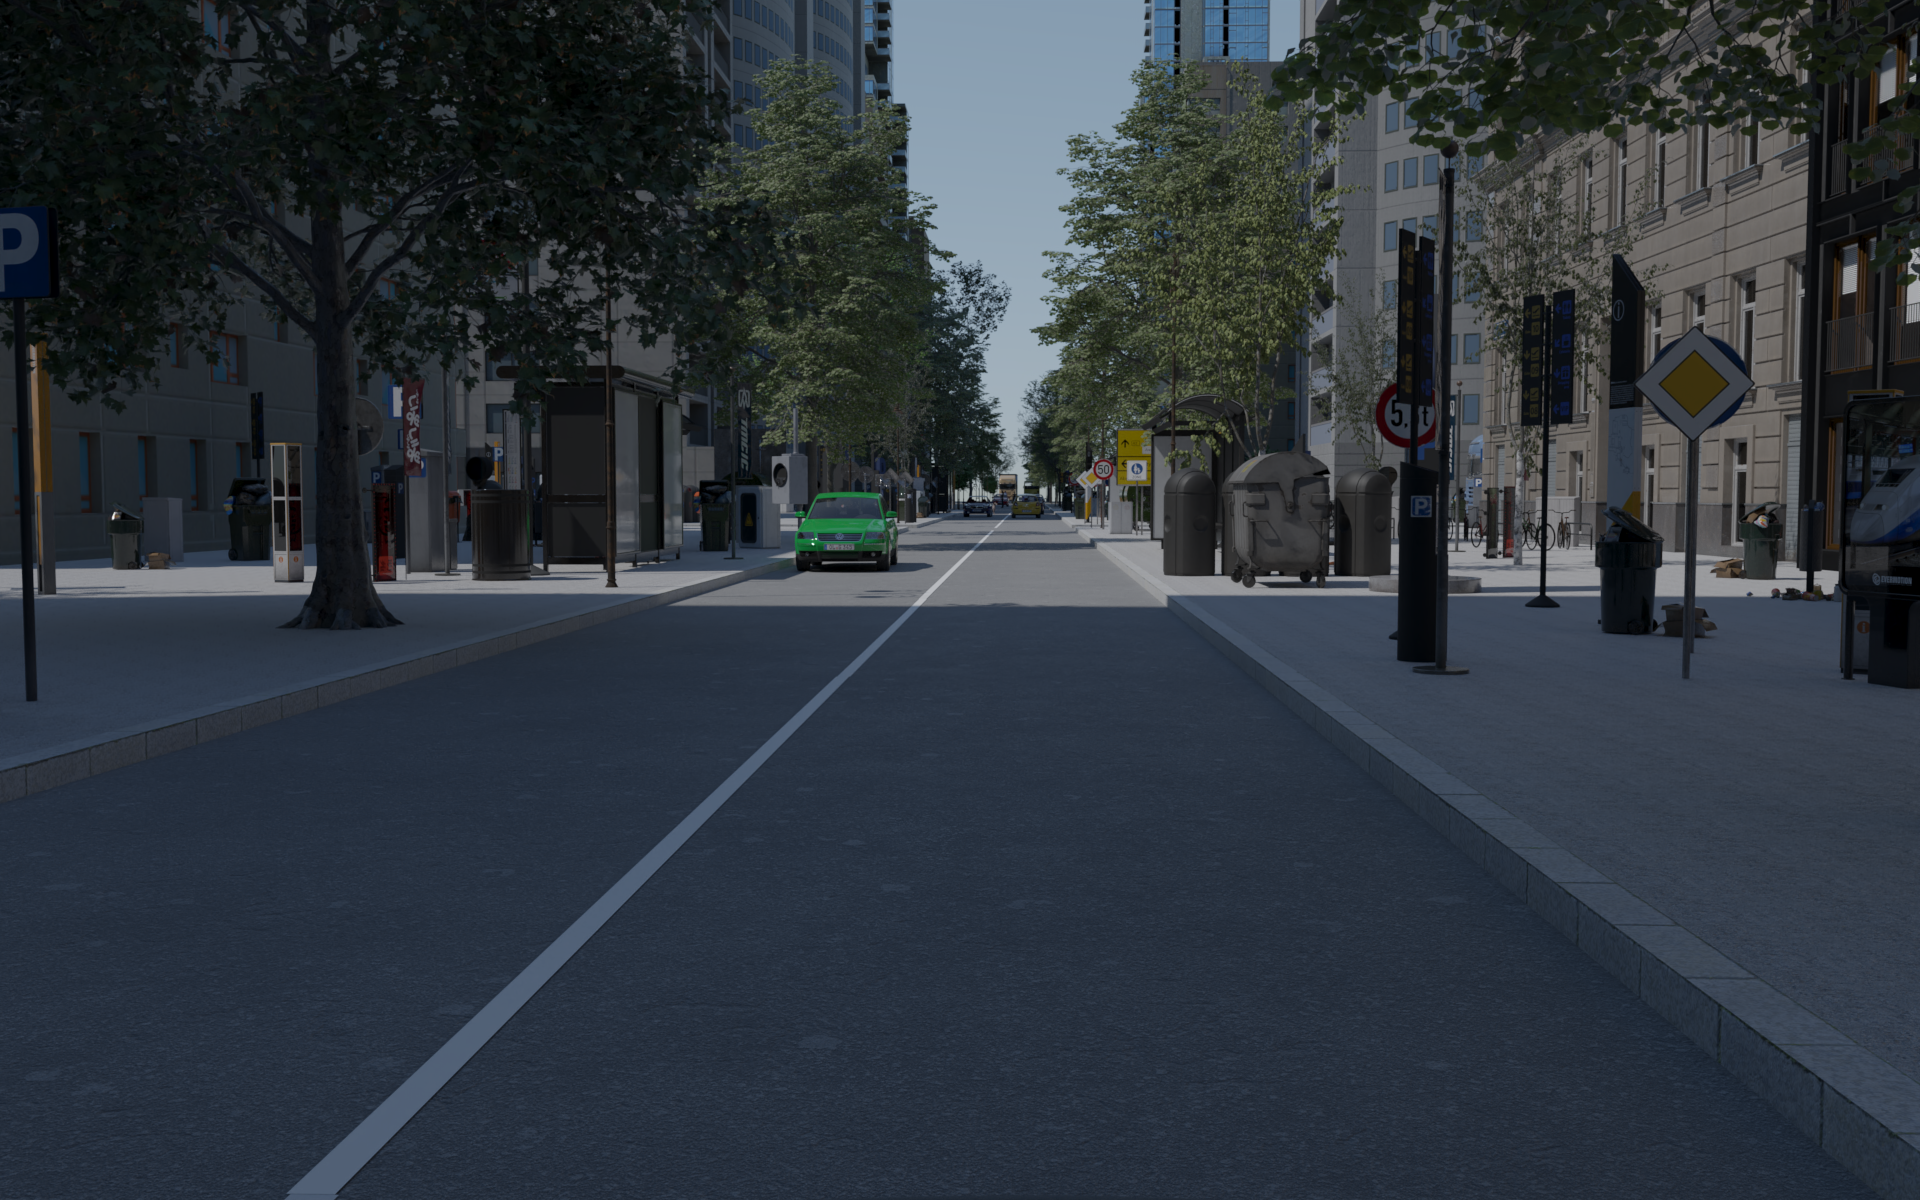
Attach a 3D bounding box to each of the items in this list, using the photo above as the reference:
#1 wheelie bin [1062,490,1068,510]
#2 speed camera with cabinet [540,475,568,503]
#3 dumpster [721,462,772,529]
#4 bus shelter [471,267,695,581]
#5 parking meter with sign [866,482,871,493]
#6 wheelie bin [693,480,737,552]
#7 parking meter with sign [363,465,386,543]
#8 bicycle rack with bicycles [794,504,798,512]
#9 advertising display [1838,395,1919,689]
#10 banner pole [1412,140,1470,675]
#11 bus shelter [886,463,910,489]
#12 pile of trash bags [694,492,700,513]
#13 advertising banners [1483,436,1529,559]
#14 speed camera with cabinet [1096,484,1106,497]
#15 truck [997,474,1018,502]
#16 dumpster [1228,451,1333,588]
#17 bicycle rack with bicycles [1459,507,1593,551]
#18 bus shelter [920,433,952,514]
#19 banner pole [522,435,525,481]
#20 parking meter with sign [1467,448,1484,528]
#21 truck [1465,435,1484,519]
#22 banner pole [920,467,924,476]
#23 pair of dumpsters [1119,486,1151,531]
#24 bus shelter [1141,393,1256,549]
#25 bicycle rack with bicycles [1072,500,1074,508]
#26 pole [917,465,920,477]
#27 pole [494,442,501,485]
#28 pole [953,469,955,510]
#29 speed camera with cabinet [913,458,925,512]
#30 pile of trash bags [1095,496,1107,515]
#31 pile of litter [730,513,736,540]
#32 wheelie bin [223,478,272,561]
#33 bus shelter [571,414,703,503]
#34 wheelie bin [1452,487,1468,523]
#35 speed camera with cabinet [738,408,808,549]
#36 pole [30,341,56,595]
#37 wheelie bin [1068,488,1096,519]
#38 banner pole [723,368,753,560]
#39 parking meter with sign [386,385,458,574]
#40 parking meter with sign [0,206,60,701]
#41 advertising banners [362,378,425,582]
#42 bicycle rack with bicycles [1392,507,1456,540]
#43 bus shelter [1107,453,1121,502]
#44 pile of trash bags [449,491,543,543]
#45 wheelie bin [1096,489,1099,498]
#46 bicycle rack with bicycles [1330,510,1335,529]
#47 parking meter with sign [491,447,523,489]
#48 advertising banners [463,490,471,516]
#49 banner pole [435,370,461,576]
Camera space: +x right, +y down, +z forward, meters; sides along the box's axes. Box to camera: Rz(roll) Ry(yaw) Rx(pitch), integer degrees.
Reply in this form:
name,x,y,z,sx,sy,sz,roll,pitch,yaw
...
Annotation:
name,x,y,z,sx,sy,sz,roll,pitch,yaw
wheelie bin,8.430,-7.823,135.808,0.980,1.594,0.693,3,5,42
speed camera with cabinet,-19.287,-5.375,82.225,0.660,3.252,2.038,-3,4,-36
dumpster,-6.412,-3.012,51.736,1.502,2.255,1.985,0,4,2
bus shelter,-6.455,-3.183,29.673,2.179,5.291,8.768,0,4,2
parking meter with sign,-5.728,-7.080,112.012,0.543,3.016,1.738,3,4,37
wheelie bin,-5.478,-1.892,38.841,0.980,1.594,0.693,-1,4,-13
parking meter with sign,-15.163,-3.021,45.659,0.543,3.016,1.738,2,4,26
bicycle rack with bicycles,-11.042,-6.799,124.552,2.925,0.926,2.852,1,4,23
advertising display,6.239,-0.385,11.516,0.123,1.923,0.974,-1,4,-12
banner pole,3.376,-1.353,12.139,0.401,3.779,0.863,1,4,21
bus shelter,-3.991,-7.113,110.224,2.014,3.302,5.546,0,4,2
pile of trash bags,-12.439,-4.335,80.637,3.447,1.369,1.912,3,4,36
advertising banners,11.050,-2.364,34.841,0.090,3.025,2.074,3,5,42
speed camera with cabinet,9.610,-8.067,126.237,2.038,3.252,0.660,1,4,9
truck,6.733,-15.471,241.859,2.839,4.237,11.283,0,4,3
dumpster,4.482,-1.132,24.261,1.264,1.857,1.865,0,4,2
bicycle rack with bicycles,13.369,-1.638,40.167,2.852,0.926,2.925,0,4,1
bus shelter,-1.583,-8.501,116.617,2.179,5.291,8.768,0,4,2
banner pole,-13.833,-3.989,55.236,0.401,3.779,0.863,0,4,6
parking meter with sign,19.638,-4.225,65.341,0.543,3.016,1.738,2,4,34
truck,29.287,-4.870,69.381,18.799,4.110,2.967,0,4,4
banner pole,-3.232,-9.615,147.214,0.401,3.779,0.863,2,4,27
pair of dumpsters,6.551,-3.607,61.469,1.574,2.255,4.437,0,4,2
bus shelter,5.108,-2.675,37.662,2.014,3.302,5.546,0,4,2
bicycle rack with bicycles,10.460,-7.982,143.894,2.925,0.926,2.852,1,4,18
pole,-2.903,-7.847,122.135,0.158,3.312,0.155,0,3,0
pole,-17.991,-4.500,67.412,0.158,3.312,0.155,0,3,0
pole,-0.477,-8.940,140.008,0.158,3.312,0.155,0,3,0
speed camera with cabinet,-2.273,-6.058,93.384,0.660,3.252,2.038,0,4,6
pile of trash bags,8.643,-5.969,107.338,3.447,1.369,1.912,3,5,44
pile of litter,-6.345,-2.123,48.683,1.176,0.858,1.719,0,4,3
wheelie bin,-13.669,-1.562,33.442,0.693,1.594,0.980,3,4,38
bus shelter,-7.224,-2.723,38.445,2.014,3.302,5.546,0,4,2
wheelie bin,22.466,-4.265,77.645,0.693,1.594,0.980,2,4,27
speed camera with cabinet,-4.392,-2.822,40.476,0.660,3.252,2.038,-3,5,-42
pole,-11.649,-1.722,22.000,0.158,3.312,0.155,0,3,0
wheelie bin,6.227,-4.905,88.110,0.980,1.594,0.693,1,4,22
banner pole,-4.346,-2.703,34.205,0.401,3.779,0.863,2,4,29
parking meter with sign,-8.792,-1.973,28.522,0.543,3.016,1.738,0,4,4
parking meter with sign,-5.976,-0.831,9.851,0.543,3.016,1.738,1,4,16
advertising banners,-8.465,-1.783,25.333,0.090,3.025,2.074,1,4,21
bicycle rack with bicycles,13.067,-2.128,48.168,2.852,0.926,2.925,1,4,19
bus shelter,7.762,-5.272,80.113,2.014,3.302,5.546,0,4,2
pile of trash bags,-12.777,-2.287,47.146,1.912,1.369,3.447,2,4,30
wheelie bin,9.301,-6.641,116.483,0.693,1.594,0.980,1,4,16
bicycle rack with bicycles,12.889,-3.019,62.739,2.925,0.926,2.852,2,4,25
parking meter with sign,-16.368,-4.105,63.370,1.738,3.016,0.543,3,4,38
advertising banners,-18.837,-4.310,66.664,2.074,3.025,0.090,-1,4,-17
banner pole,-8.102,-2.286,27.391,0.401,3.779,0.863,-1,4,-8
